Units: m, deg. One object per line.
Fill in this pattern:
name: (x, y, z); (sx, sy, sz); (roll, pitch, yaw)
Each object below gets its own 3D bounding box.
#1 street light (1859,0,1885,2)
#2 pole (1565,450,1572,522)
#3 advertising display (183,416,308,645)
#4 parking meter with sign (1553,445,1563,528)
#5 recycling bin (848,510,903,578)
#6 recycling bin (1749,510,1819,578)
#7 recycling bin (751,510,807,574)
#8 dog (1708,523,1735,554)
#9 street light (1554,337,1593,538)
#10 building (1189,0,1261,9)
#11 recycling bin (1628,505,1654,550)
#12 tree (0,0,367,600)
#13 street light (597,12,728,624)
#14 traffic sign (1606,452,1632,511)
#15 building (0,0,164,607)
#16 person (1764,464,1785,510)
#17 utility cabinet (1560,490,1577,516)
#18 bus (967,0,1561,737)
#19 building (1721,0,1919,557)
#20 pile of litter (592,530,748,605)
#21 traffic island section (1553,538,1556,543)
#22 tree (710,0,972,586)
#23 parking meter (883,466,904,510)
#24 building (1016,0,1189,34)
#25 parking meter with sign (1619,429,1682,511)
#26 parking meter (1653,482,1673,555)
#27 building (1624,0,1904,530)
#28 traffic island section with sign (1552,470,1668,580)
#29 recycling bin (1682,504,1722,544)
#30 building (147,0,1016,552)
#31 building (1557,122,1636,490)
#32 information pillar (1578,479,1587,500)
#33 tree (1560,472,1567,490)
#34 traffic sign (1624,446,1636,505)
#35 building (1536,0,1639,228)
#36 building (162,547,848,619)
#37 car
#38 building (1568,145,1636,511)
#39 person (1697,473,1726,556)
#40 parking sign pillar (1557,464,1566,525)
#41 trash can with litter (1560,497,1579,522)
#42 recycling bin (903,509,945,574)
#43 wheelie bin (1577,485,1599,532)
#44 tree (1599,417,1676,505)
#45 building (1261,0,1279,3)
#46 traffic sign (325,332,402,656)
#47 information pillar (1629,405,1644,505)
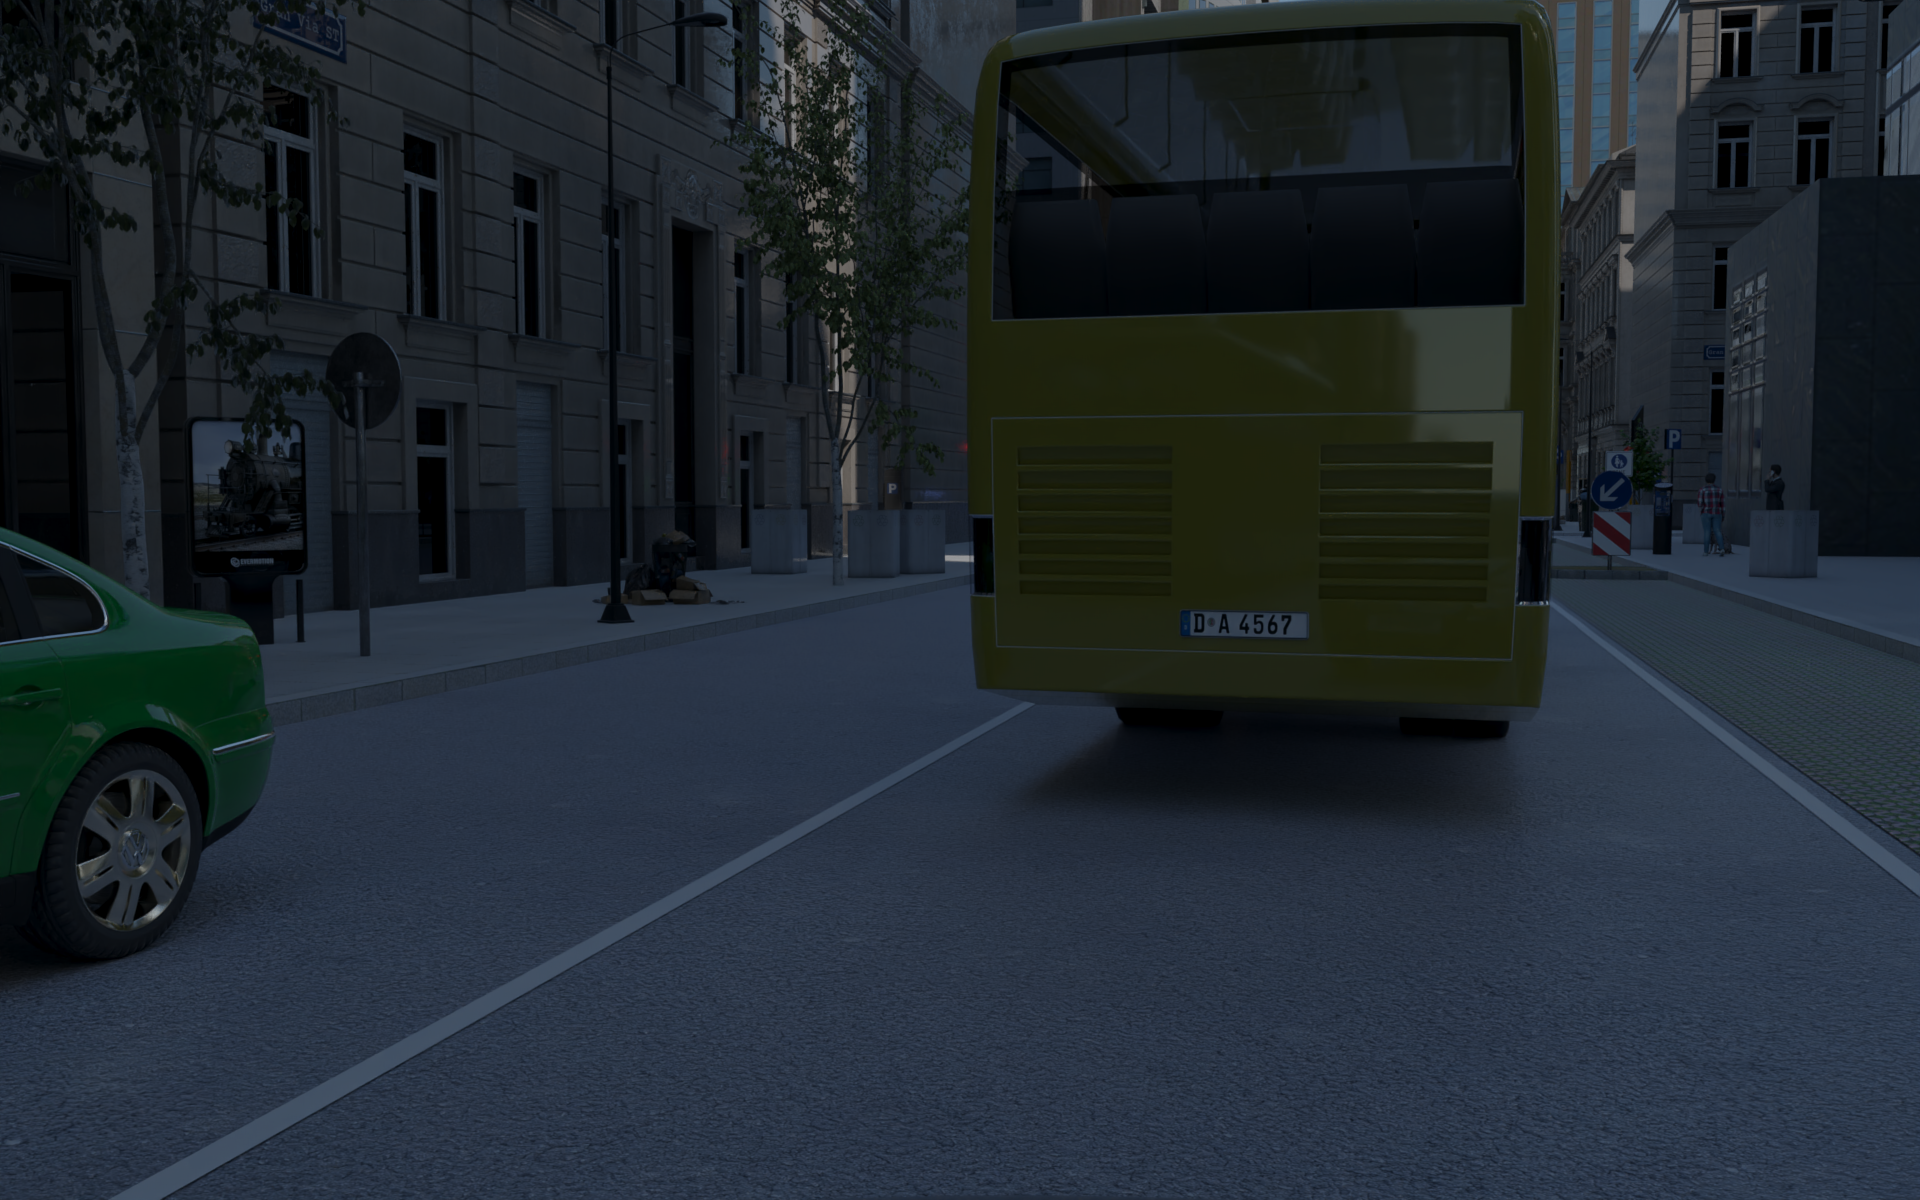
street light: (8.904, -2.650, 15.870); (1.470, 5.913, 1.316); (1, 4, 14)
pole: (28.373, -5.316, 80.760); (0.158, 3.312, 0.155); (0, 3, 0)
advertising display: (-6.028, -0.578, 14.657); (0.974, 1.923, 0.123); (-3, 5, -42)
parking meter with sign: (21.441, -4.069, 62.791); (0.543, 3.016, 1.738); (1, 4, 19)
recycling bin: (-1.332, -0.873, 26.821); (0.722, 1.027, 0.722); (0, 4, 6)
recycling bin: (12.733, -0.869, 26.768); (0.722, 1.027, 0.722); (-2, 4, -30)
recycling bin: (-2.927, -0.947, 28.033); (0.722, 1.027, 0.722); (1, 4, 16)
dog: (16.314, -1.379, 36.925); (0.800, 0.831, 0.513); (2, 4, 31)
street light: (18.071, -4.815, 51.260); (1.470, 5.913, 1.316); (1, 4, 14)
building: (9.333, -35.483, 122.144); (21.231, 58.520, 28.212); (1, 4, 14)
recycling bin: (15.925, -1.699, 40.326); (0.722, 1.027, 0.722); (1, 4, 20)
tree: (-5.266, -3.683, 10.586); (4.360, 8.622, 3.978); (0, 3, 0)
street light: (-2.917, -2.719, 16.992); (1.470, 5.913, 1.316); (1, 4, 14)
traffic sign: (15.712, -2.398, 41.341); (0.606, 2.300, 0.079); (1, 4, 19)
building: (-20.599, -11.988, 0.520); (19.350, 26.468, 34.151); (1, 4, 14)
person: (16.985, -1.886, 36.248); (0.474, 1.900, 0.648); (0, 4, 6)
utility cabinet: (29.581, -4.646, 84.636); (0.318, 1.500, 1.173); (-2, 4, -26)
bus: (2.941, -1.325, 13.209); (2.896, 3.916, 12.252); (1, 4, 16)
building: (27.075, -43.598, 25.501); (22.319, 86.520, 31.000); (1, 4, 14)
pile of litter: (-3.428, -0.391, 20.351); (1.719, 0.858, 1.176); (1, 4, 19)
traffic island section: (16.658, -1.802, 51.748); (2.009, 0.180, 2.903); (1, 4, 14)
tree: (-1.550, -4.498, 23.908); (4.737, 8.622, 4.395); (0, 3, 0)
parking meter: (-1.383, -1.846, 35.898); (0.399, 1.863, 0.255); (1, 4, 11)
building: (2.498, -18.734, 78.004); (14.160, 30.474, 14.107); (1, 4, 14)
parking meter with sign: (18.698, -3.111, 47.123); (0.543, 3.016, 1.738); (-2, 4, -26)
parking meter: (14.913, -1.733, 36.749); (0.372, 1.533, 0.369); (0, 3, 0)
building: (38.027, -16.237, 62.740); (25.104, 27.353, 12.463); (1, 4, 14)
traffic island section with sign: (10.983, -1.292, 29.746); (1.989, 1.847, 2.006); (1, 4, 14)
recycling bin: (19.151, -1.964, 44.667); (0.722, 1.027, 0.722); (-3, 4, -37)
building: (-11.417, -15.388, 48.861); (25.104, 27.353, 12.463); (1, 4, 14)
building: (45.101, -17.898, 111.721); (14.460, 24.649, 34.723); (1, 4, 14)
information pillar: (29.574, -4.757, 82.273); (0.304, 2.012, 0.304); (-2, 4, -29)
tree: (26.183, -5.098, 77.960); (1.663, 3.219, 1.824); (0, 3, 0)
traffic sign: (17.391, -2.727, 44.686); (0.768, 2.556, 0.104); (1, 4, 18)
building: (52.317, -29.826, 137.773); (14.600, 45.320, 14.200); (1, 4, 14)
building: (-9.766, -14.165, 28.869); (12.463, 27.353, 25.104); (1, 4, 14)
car: (-3.744, 0.278, 4.251); (1.959, 1.807, 4.718); (1, 4, 15)
building: (36.586, -13.555, 86.247); (10.561, 19.102, 19.286); (1, 4, 14)
person: (15.491, -1.763, 35.701); (0.563, 1.720, 0.643); (0, 4, 8)
parking sign pillar: (24.961, -5.196, 73.426); (1.447, 3.967, 1.447); (0, 4, -3)
trash can with litter: (27.977, -4.170, 79.571); (1.055, 1.170, 0.624); (1, 4, 17)
recycling bin: (-0.719, -0.949, 28.068); (0.722, 1.027, 0.722); (-3, 4, -36)
wheelie bin: (21.539, -3.147, 59.369); (0.693, 1.594, 0.980); (0, 4, 7)
tree: (17.071, -2.993, 43.538); (1.663, 3.219, 1.824); (0, 3, 0)
building: (15.689, -32.113, 148.743); (21.300, 48.544, 21.600); (1, 4, 14)
traffic sign: (-4.714, -0.828, 13.649); (0.768, 2.556, 0.104); (2, 4, 24)
information pillar: (17.761, -3.310, 45.471); (0.504, 3.616, 0.183); (-3, 5, -40)
